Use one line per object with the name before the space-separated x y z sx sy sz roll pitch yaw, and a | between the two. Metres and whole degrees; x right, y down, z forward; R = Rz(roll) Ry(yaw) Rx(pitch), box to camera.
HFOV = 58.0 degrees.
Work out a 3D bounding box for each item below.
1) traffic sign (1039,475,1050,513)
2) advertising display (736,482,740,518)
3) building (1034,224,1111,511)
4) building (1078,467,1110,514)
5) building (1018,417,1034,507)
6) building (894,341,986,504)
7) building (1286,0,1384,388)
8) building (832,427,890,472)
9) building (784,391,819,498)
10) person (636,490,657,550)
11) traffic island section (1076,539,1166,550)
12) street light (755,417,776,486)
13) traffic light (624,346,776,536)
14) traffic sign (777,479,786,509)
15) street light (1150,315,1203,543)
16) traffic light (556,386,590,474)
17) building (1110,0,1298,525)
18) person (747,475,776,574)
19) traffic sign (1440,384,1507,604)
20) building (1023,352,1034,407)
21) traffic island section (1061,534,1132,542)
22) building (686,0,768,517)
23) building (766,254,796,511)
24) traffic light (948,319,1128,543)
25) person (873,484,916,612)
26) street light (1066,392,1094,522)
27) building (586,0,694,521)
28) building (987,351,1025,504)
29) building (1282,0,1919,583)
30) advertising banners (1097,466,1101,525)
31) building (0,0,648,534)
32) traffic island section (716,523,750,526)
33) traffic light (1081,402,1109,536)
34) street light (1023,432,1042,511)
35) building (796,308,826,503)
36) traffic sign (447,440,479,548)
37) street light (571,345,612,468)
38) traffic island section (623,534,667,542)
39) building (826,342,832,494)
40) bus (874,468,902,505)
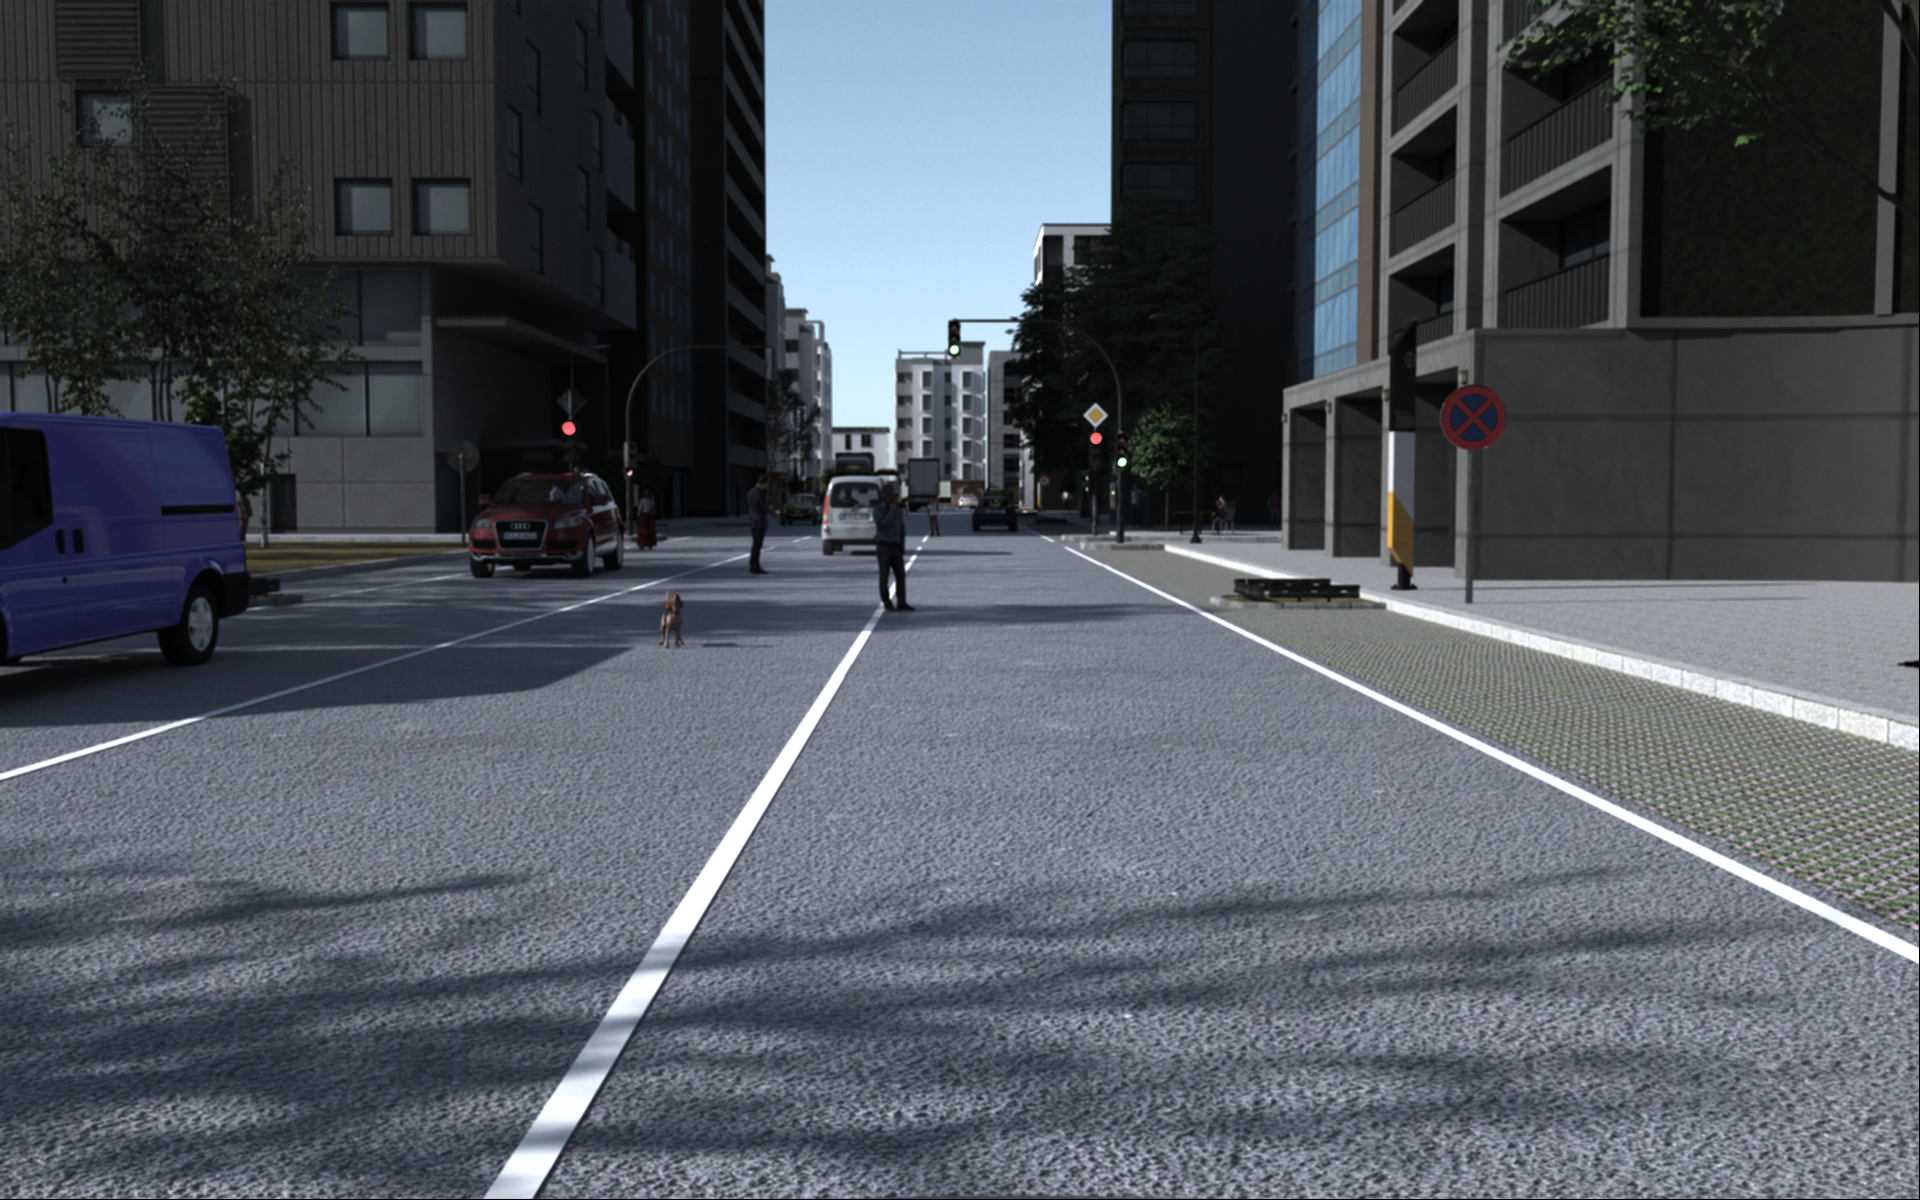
traffic sign | 5.655 -7.087 115.970 0.768 2.556 0.104 0 4 7
advertising display | -11.854 -5.333 92.415 0.123 1.923 0.974 -1 4 -12
building | 20.108 -18.560 147.431 27.936 21.610 32.646 0 4 0
building | 24.603 -25.942 116.031 32.217 40.220 23.993 0 4 0
building | 11.065 -14.429 178.068 9.099 9.664 28.070 0 4 0
building | -2.563 -22.286 220.794 11.380 20.091 16.016 0 4 0
building | 19.535 -24.967 58.318 14.200 45.320 14.600 0 4 0
building | -22.993 -16.859 217.795 28.070 9.664 9.099 0 4 0
building | -18.172 -12.992 154.562 9.099 9.664 28.070 0 4 0
person | -8.086 -2.061 44.664 0.523 1.526 0.387 -1 4 -18
traffic island section | 4.204 -1.409 45.321 2.009 0.180 2.903 0 4 0
street light | -11.813 -8.096 104.904 1.470 5.913 1.316 0 4 0
traffic light | -8.033 -4.801 53.170 4.771 5.953 1.251 0 4 0
traffic sign | -12.088 -7.044 117.292 0.606 2.300 0.079 0 4 7
street light | 5.610 -4.433 45.015 1.470 5.913 1.316 0 4 0
traffic light | -10.098 -3.439 45.143 0.839 4.253 0.868 0 4 0
building | 13.773 -24.170 78.768 14.154 41.232 14.086 0 4 0
person | -3.556 -1.362 31.219 0.568 1.767 0.683 -2 4 -35
traffic sign | 5.973 -1.232 20.246 0.768 2.556 0.104 0 4 1
building | 15.242 -20.896 198.067 16.016 20.091 11.380 0 4 0
traffic island section | 4.177 -1.898 53.306 2.009 0.180 2.903 0 4 0
building | -23.574 -29.426 104.825 21.300 48.544 21.600 0 4 0
building | -21.511 -17.011 134.543 16.016 20.091 11.380 0 4 0
traffic light | 2.072 -4.305 45.058 4.771 5.953 1.251 0 4 0
person | -0.823 -0.635 21.092 0.499 1.552 0.429 -1 4 -16
street light | 5.523 -6.490 78.644 1.470 5.913 1.316 0 4 0
building | -21.531 -26.725 87.063 14.600 45.320 14.200 0 4 0
building | 19.415 -21.744 221.968 31.486 18.905 16.747 0 4 0
building | 17.766 -36.078 28.131 20.563 71.187 20.611 0 4 0
advertising banners | 5.755 -4.669 72.527 0.090 3.025 2.074 0 4 -2
building | -27.908 -29.160 66.006 28.713 52.752 27.495 0 4 0
traffic island section | -9.920 -3.399 78.434 1.991 0.108 1.994 0 4 0
traffic light | 4.136 -3.931 53.192 0.839 4.253 0.868 0 4 0
street light | 5.359 -9.515 128.112 1.470 5.913 1.316 0 4 0
building | -22.267 -19.436 174.192 16.016 20.091 11.380 0 4 0
traffic sign | -11.802 -2.508 41.119 0.768 2.556 0.104 0 4 0
street light | -11.553 -4.992 54.158 1.470 5.913 1.316 0 4 0
traffic island section | -10.165 -1.895 53.262 2.009 0.180 2.903 0 4 0
building | -20.362 -20.707 194.971 11.380 20.091 16.016 0 4 0
bus | -7.110 -10.847 168.898 2.896 3.916 12.252 0 4 -2
